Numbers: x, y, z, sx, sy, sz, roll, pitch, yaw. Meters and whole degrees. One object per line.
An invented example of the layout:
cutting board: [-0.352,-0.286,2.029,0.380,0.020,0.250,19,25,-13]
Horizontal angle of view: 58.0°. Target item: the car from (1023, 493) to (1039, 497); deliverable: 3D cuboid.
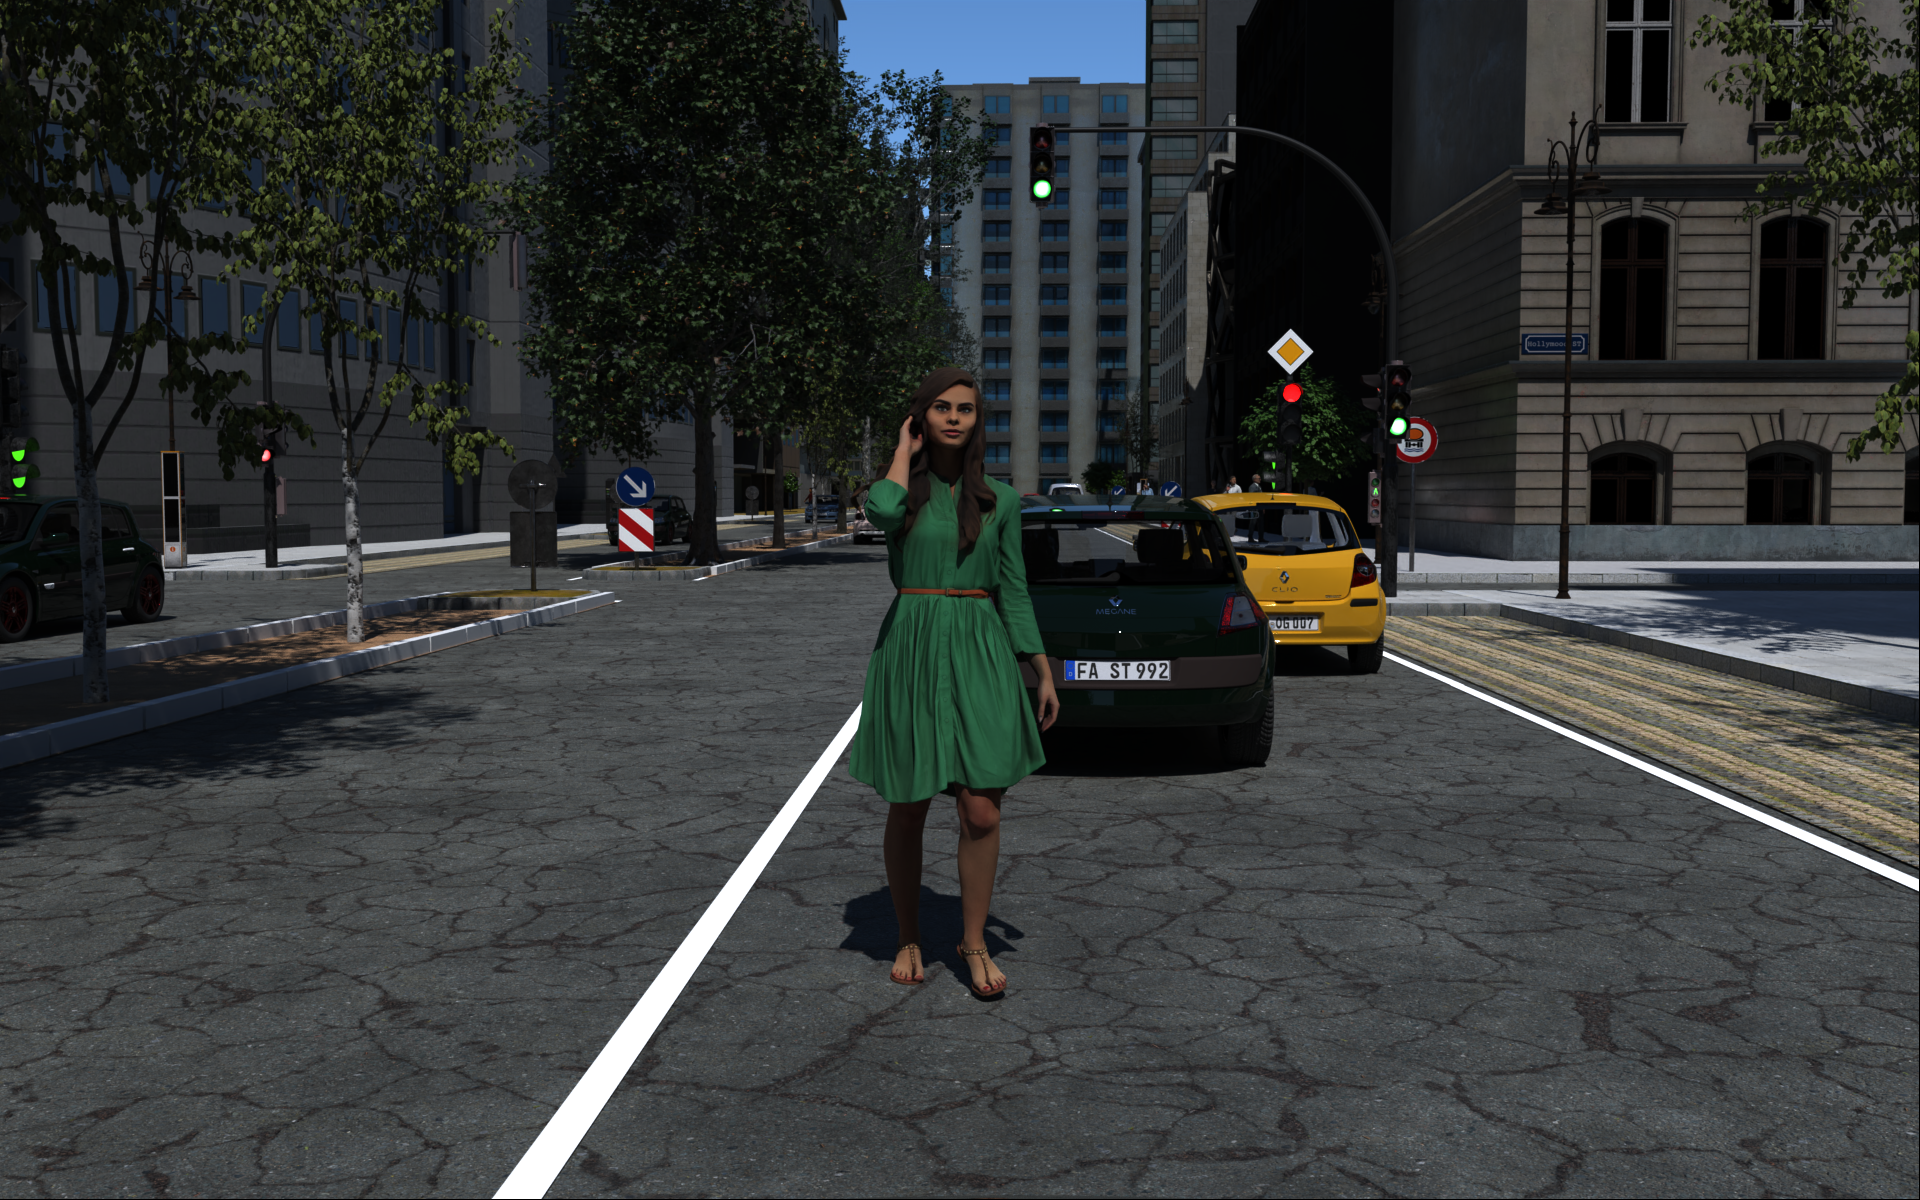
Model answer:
car: [6.388,-8.971,155.722,2.155,1.783,4.494,0,4,2]

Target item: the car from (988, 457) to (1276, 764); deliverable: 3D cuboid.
car: [0.823,-0.049,10.585,2.009,1.686,4.222,0,4,1]

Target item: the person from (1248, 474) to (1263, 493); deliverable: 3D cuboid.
person: [7.924,-2.424,45.847,0.590,1.801,0.661,2,4,34]

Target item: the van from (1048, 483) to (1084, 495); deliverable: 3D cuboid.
van: [4.261,-3.859,70.104,2.013,2.044,4.112,0,4,2]

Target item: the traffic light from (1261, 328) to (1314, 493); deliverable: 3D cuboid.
traffic light: [5.580,-2.482,29.494,0.839,4.253,0.868,0,4,2]

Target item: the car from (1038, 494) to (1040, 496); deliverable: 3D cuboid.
car: [6.765,-9.368,162.201,2.155,1.783,4.494,0,4,1]

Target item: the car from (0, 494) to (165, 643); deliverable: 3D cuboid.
car: [-9.894,-0.497,17.906,2.009,1.686,4.222,0,4,2]

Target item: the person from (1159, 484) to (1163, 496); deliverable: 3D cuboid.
person: [10.436,-5.052,88.828,0.419,1.800,0.721,2,4,25]

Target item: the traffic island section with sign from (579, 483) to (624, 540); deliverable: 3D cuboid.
traffic island section with sign: [-10.883,-2.839,55.037,1.989,1.847,2.006,0,4,2]

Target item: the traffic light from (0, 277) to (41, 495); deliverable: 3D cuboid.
traffic light: [-12.231,-2.027,22.064,0.839,4.253,0.868,0,4,2]

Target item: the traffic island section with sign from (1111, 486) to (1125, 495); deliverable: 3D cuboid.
traffic island section with sign: [7.304,-4.458,81.516,1.989,1.847,2.006,0,4,2]

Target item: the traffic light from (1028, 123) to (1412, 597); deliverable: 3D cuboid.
traffic light: [3.228,-2.861,21.439,4.771,5.953,1.251,0,4,2]

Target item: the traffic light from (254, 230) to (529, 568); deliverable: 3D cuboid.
traffic light: [-9.879,-3.385,30.012,4.771,5.953,1.251,0,4,2]

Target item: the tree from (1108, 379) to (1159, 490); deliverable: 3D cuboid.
tree: [11.228,-9.697,108.909,4.360,8.622,3.978,0,3,0]

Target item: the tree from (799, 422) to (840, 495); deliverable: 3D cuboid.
tree: [-11.134,-11.659,140.991,4.360,8.622,3.978,0,3,0]

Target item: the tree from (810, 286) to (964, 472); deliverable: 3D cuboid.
tree: [-3.689,-9.956,83.370,7.486,12.596,7.792,0,3,0]

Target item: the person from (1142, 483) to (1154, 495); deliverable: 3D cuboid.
person: [9.032,-4.697,83.096,0.793,1.790,0.793,-3,4,-39]

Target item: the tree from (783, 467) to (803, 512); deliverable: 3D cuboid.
tree: [-12.067,-7.933,124.304,1.663,3.219,1.824,0,3,0]

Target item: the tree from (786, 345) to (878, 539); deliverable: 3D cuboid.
tree: [-4.537,-6.194,54.085,4.737,8.622,4.395,0,3,0]

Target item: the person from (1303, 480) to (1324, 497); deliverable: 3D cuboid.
person: [9.879,-2.562,48.506,0.524,1.755,0.480,-3,5,-44]

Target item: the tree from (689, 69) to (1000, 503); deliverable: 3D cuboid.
tree: [-5.106,-13.116,72.801,12.611,20.169,13.585,0,3,0]

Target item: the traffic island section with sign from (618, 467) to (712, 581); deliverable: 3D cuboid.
traffic island section with sign: [-5.400,-1.314,29.623,2.006,1.907,1.989,0,4,2]

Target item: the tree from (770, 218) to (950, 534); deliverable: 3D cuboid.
tree: [-4.135,-8.163,61.676,9.928,11.665,9.643,0,3,0]

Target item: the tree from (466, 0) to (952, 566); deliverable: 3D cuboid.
tree: [-5.022,-6.996,33.848,9.611,12.733,9.660,0,3,0]

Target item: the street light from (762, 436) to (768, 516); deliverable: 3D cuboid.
street light: [-11.633,-7.999,103.565,0.468,5.910,1.993,0,4,2]

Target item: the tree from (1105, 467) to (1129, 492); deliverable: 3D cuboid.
tree: [11.355,-7.887,123.550,1.663,3.219,1.824,0,3,0]

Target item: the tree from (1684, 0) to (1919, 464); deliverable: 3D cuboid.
tree: [7.889,-3.862,13.506,4.737,8.622,4.395,0,3,0]

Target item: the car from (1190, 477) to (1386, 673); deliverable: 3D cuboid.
car: [2.577,-0.313,15.335,2.015,1.641,3.980,0,4,2]

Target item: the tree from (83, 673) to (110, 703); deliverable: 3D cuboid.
tree: [-5.880,-3.580,11.359,4.737,8.622,4.395,0,3,0]

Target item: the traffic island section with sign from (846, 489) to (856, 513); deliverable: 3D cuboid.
traffic island section with sign: [-8.389,-7.547,132.028,1.989,1.847,2.006,0,4,2]

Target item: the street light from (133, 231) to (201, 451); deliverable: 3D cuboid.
street light: [-13.991,-3.543,30.711,0.468,5.910,1.993,0,4,2]

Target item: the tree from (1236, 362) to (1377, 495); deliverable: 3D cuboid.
tree: [8.579,-3.629,43.053,4.285,4.588,4.351,0,3,0]

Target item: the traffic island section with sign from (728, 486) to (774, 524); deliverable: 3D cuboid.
traffic island section with sign: [-9.967,-4.549,83.006,1.989,1.847,2.006,0,4,2]

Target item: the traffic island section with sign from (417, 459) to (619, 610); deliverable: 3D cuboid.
traffic island section with sign: [-5.649,-0.861,22.220,2.006,1.907,1.989,0,4,2]

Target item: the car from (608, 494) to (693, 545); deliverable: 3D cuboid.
car: [-8.827,-2.431,49.531,2.009,1.686,4.222,0,4,3]

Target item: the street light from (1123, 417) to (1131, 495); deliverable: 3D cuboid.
street light: [10.043,-8.037,104.184,0.468,5.910,1.993,0,4,2]

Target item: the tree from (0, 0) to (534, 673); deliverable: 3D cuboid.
tree: [-5.787,-3.876,16.187,4.737,8.622,4.395,0,3,0]

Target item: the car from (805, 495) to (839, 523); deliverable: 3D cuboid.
car: [-6.727,-4.584,86.949,2.014,1.417,4.499,0,4,2]

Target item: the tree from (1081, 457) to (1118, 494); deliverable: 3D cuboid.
tree: [12.133,-10.197,150.438,4.285,4.588,4.351,0,3,0]

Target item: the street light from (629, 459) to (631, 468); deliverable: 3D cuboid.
street light: [-12.842,-5.781,67.305,0.468,5.910,1.993,0,4,2]

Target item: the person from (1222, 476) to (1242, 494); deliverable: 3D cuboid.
person: [8.246,-2.841,52.590,0.679,1.850,0.850,2,4,33]

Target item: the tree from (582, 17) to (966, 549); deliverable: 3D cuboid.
tree: [-4.703,-8.066,44.709,12.009,13.543,11.850,0,3,0]

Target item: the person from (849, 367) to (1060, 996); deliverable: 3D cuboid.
person: [-0.038,0.227,5.035,0.600,1.795,0.529,-1,4,-21]

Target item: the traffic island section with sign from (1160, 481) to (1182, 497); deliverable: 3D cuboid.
traffic island section with sign: [6.424,-2.787,54.192,1.989,1.847,2.006,0,4,2]

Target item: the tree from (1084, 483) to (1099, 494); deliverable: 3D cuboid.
tree: [12.059,-9.929,156.942,1.663,3.219,1.824,0,3,0]

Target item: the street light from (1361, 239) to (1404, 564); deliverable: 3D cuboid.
street light: [7.685,-3.601,31.662,0.468,5.910,1.993,0,4,2]

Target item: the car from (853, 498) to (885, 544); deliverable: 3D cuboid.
car: [-2.054,-2.347,50.738,2.083,1.381,4.827,0,4,2]

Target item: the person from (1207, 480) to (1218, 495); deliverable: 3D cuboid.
person: [8.684,-3.242,59.470,0.576,1.772,0.534,0,4,6]

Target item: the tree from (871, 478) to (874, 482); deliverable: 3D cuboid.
tree: [-9.260,-11.207,177.836,1.663,3.219,1.824,0,3,0]

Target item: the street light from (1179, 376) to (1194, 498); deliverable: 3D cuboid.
street light: [8.851,-5.819,67.924,0.468,5.910,1.993,0,4,2]

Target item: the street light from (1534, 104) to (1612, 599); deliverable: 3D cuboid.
street light: [7.404,-2.954,21.081,0.468,5.910,1.993,0,4,2]
